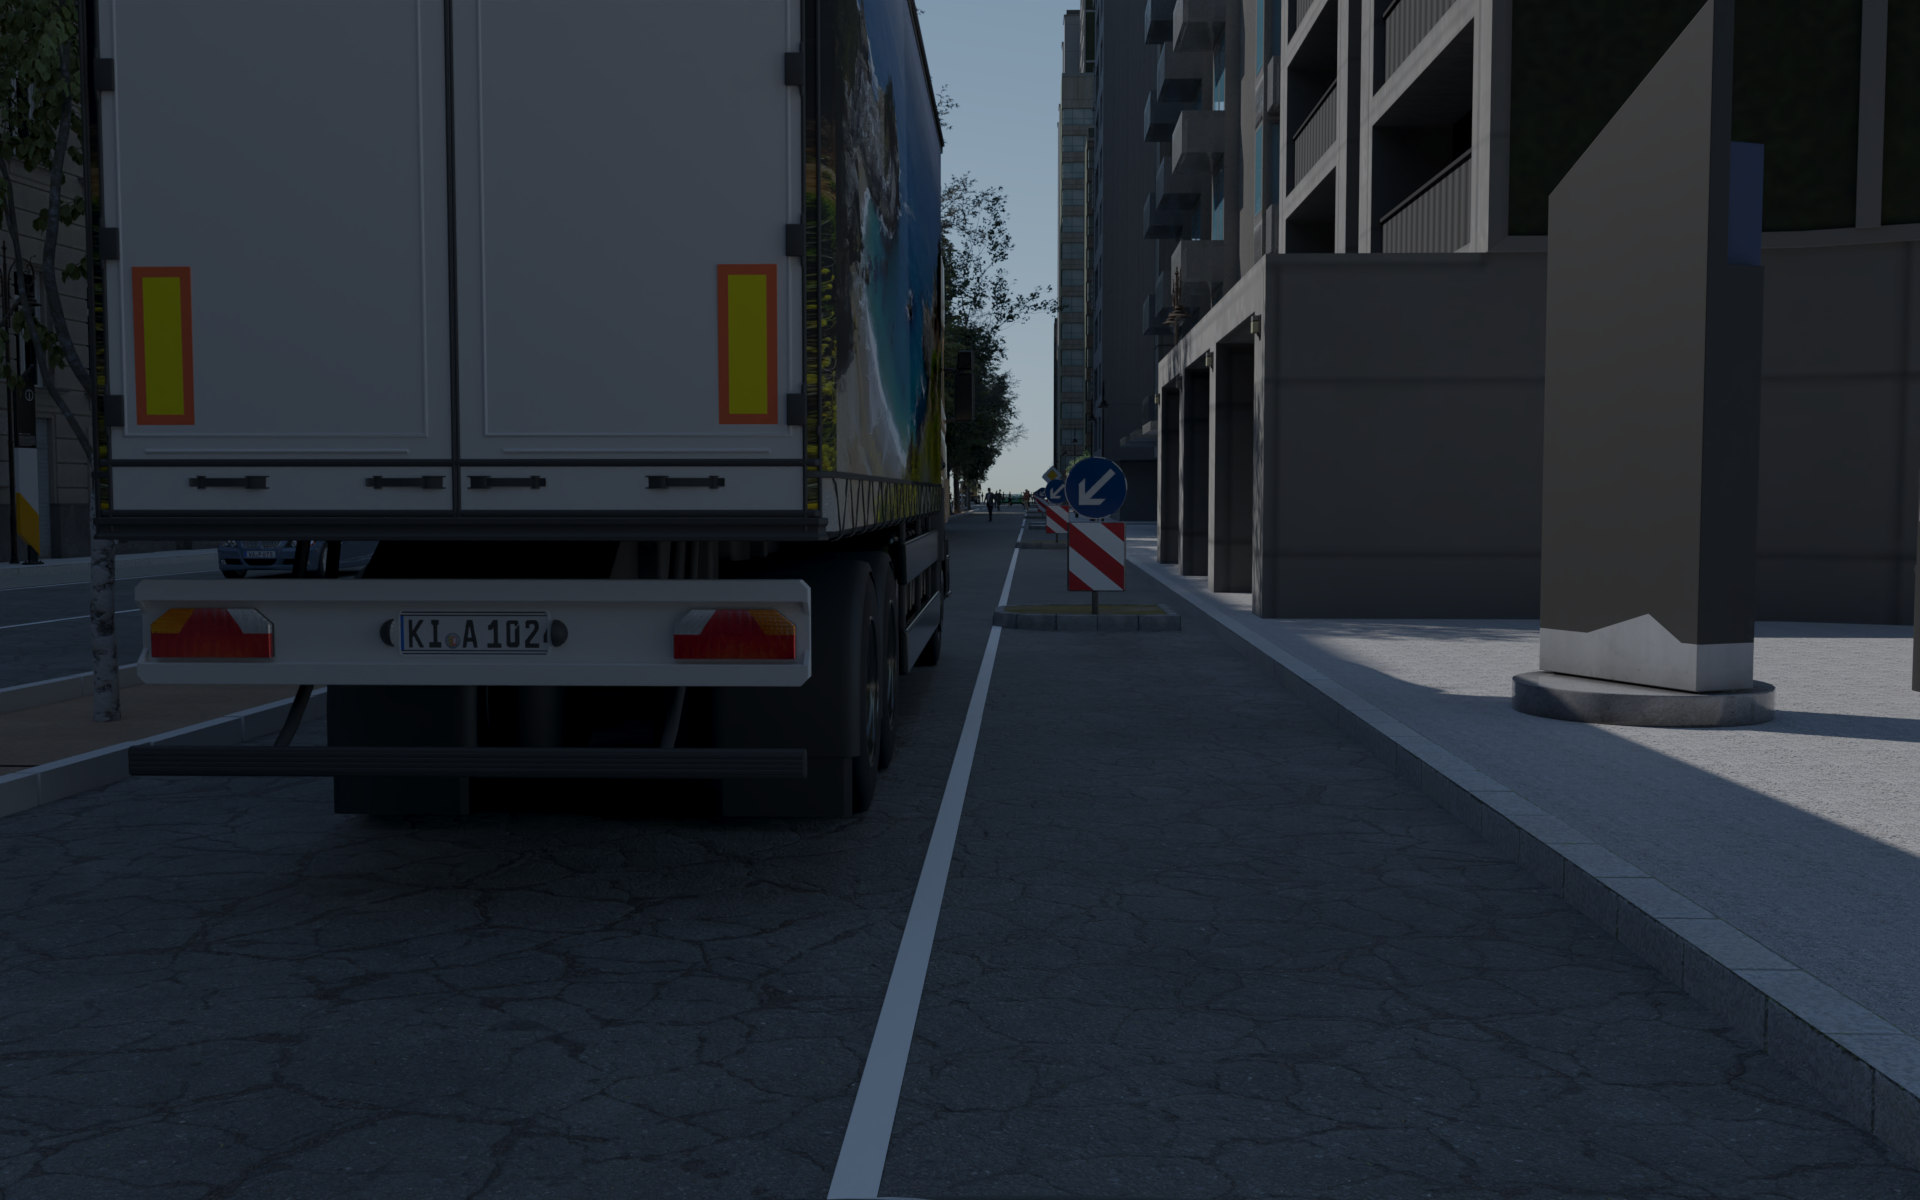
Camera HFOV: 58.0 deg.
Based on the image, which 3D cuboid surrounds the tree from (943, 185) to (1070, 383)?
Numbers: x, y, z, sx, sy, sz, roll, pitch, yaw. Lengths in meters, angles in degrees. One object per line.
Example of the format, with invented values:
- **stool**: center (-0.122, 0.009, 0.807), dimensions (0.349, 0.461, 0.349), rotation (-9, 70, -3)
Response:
- **tree**: center (-0.118, -15.108, 105.360), dimensions (12.611, 20.169, 13.585), rotation (0, 3, 0)

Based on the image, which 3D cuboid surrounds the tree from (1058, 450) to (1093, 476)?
- **tree**: center (9.474, -8.852, 128.444), dimensions (4.285, 4.588, 4.351), rotation (0, 3, 0)

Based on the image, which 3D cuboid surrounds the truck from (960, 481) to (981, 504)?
- **truck**: center (1.490, -15.494, 249.257), dimensions (3.469, 3.379, 9.791), rotation (0, 4, 4)

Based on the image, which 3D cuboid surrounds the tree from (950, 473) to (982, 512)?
- **tree**: center (0.188, -11.461, 140.214), dimensions (4.360, 8.622, 3.978), rotation (0, 3, 0)

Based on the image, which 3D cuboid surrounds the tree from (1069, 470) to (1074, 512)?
- **tree**: center (7.994, -7.830, 122.620), dimensions (1.663, 3.219, 1.824), rotation (0, 3, 0)

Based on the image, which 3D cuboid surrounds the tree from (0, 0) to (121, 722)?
- **tree**: center (-5.390, -3.550, 10.858), dimensions (4.737, 8.622, 4.395), rotation (0, 3, 0)

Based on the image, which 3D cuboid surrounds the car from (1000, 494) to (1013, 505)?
- **car**: center (5.955, -13.214, 224.848), dimensions (1.959, 1.807, 4.718), rotation (0, 4, 1)

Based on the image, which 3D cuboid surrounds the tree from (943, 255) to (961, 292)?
- **tree**: center (-4.146, -6.435, 42.074), dimensions (8.767, 10.594, 7.601), rotation (0, 4, 2)

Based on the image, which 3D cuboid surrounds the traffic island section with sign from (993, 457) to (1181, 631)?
- **traffic island section with sign**: center (1.365, -0.642, 19.121), dimensions (1.989, 1.847, 2.006), rotation (0, 4, 2)

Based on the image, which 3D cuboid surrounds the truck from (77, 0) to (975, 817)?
- **truck**: center (-1.436, -1.357, 11.101), dimensions (2.839, 4.237, 11.283), rotation (0, 4, 2)

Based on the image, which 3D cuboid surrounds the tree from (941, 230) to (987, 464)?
- **tree**: center (-3.181, -8.413, 58.145), dimensions (7.486, 12.596, 7.792), rotation (0, 3, 0)

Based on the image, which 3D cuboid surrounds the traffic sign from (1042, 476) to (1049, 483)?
- **traffic sign**: center (4.112, -4.676, 78.635), dimensions (0.795, 2.593, 0.064), rotation (0, 4, 2)

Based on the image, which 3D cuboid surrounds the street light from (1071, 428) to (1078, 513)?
- **street light**: center (7.825, -8.887, 118.091), dimensions (0.468, 5.910, 1.993), rotation (0, 4, 2)

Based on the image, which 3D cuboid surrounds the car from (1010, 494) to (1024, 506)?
- **car**: center (7.051, -12.586, 214.583), dimensions (1.959, 1.807, 4.718), rotation (0, 4, 2)

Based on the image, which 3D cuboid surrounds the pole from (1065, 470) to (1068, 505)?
- **pole**: center (8.752, -9.051, 141.831), dimensions (0.158, 3.312, 0.155), rotation (0, 3, 0)

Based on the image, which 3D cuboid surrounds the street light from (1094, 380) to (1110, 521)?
- **street light**: center (5.795, -5.957, 70.179), dimensions (0.468, 5.910, 1.993), rotation (0, 4, 2)

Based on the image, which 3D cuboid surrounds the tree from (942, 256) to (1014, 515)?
- **tree**: center (-2.921, -9.009, 66.770), dimensions (9.611, 12.733, 9.660), rotation (0, 3, 0)

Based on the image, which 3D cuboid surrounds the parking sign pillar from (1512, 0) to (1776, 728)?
- **parking sign pillar**: center (4.009, -1.322, 10.093), dimensions (1.447, 3.967, 1.447), rotation (-1, 4, -21)

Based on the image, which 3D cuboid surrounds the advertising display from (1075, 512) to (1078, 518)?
- **advertising display**: center (6.289, -5.385, 93.264), dimensions (0.123, 1.923, 0.974), rotation (0, 4, -5)

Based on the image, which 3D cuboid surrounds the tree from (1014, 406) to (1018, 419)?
- **tree**: center (-0.858, -12.156, 118.221), dimensions (9.611, 12.733, 9.660), rotation (0, 3, 0)

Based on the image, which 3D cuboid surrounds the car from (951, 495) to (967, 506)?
- **car**: center (-0.010, -11.562, 201.617), dimensions (1.945, 1.354, 3.894), rotation (0, 4, 3)

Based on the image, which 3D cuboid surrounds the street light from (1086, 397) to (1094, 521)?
- **street light**: center (6.274, -6.718, 82.620), dimensions (0.468, 5.910, 1.993), rotation (0, 4, 2)

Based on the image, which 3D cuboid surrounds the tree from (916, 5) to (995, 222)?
- **tree**: center (-4.577, -7.285, 31.938), dimensions (12.009, 13.543, 11.850), rotation (0, 3, 0)

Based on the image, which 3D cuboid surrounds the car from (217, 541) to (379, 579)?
- **car**: center (-11.393, -1.132, 30.511), dimensions (2.014, 1.417, 4.499), rotation (0, 4, 2)

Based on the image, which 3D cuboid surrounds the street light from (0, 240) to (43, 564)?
- **street light**: center (-17.420, -3.605, 31.735), dimensions (0.468, 5.910, 1.993), rotation (0, 4, 2)

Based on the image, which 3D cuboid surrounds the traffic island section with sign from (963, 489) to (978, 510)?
- **traffic island section with sign**: center (0.619, -8.904, 153.723), dimensions (2.006, 1.907, 1.989), rotation (0, 4, 2)

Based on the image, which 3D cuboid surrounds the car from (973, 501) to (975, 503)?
- **car**: center (1.494, -15.682, 268.755), dimensions (2.083, 1.381, 4.827), rotation (0, 4, 1)

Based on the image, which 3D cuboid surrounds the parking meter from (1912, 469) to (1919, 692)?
- **parking meter**: center (6.391, -0.171, 11.200), dimensions (0.372, 1.533, 0.369), rotation (0, 3, 0)

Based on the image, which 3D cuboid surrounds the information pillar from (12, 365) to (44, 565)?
- **information pillar**: center (-16.856, -2.442, 31.279), dimensions (0.183, 3.616, 0.504), rotation (1, 4, 10)

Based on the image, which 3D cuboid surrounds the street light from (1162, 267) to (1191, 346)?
- **street light**: center (4.405, -3.827, 35.354), dimensions (0.468, 5.910, 1.993), rotation (0, 4, 2)

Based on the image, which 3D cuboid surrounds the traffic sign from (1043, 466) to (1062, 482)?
- **traffic sign**: center (3.785, -4.188, 70.657), dimensions (0.795, 2.593, 0.064), rotation (0, 4, 2)

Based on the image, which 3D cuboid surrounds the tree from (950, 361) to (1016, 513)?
- **tree**: center (-0.209, -13.413, 128.411), dimensions (9.857, 13.997, 8.962), rotation (0, 3, 0)

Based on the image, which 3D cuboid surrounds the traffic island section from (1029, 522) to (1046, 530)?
- **traffic island section**: center (3.809, -2.964, 70.739), dimensions (2.009, 0.180, 2.903), rotation (0, 4, 2)

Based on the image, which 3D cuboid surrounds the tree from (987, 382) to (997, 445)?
- **tree**: center (-1.832, -10.663, 94.918), dimensions (7.486, 12.596, 7.792), rotation (0, 3, 0)
